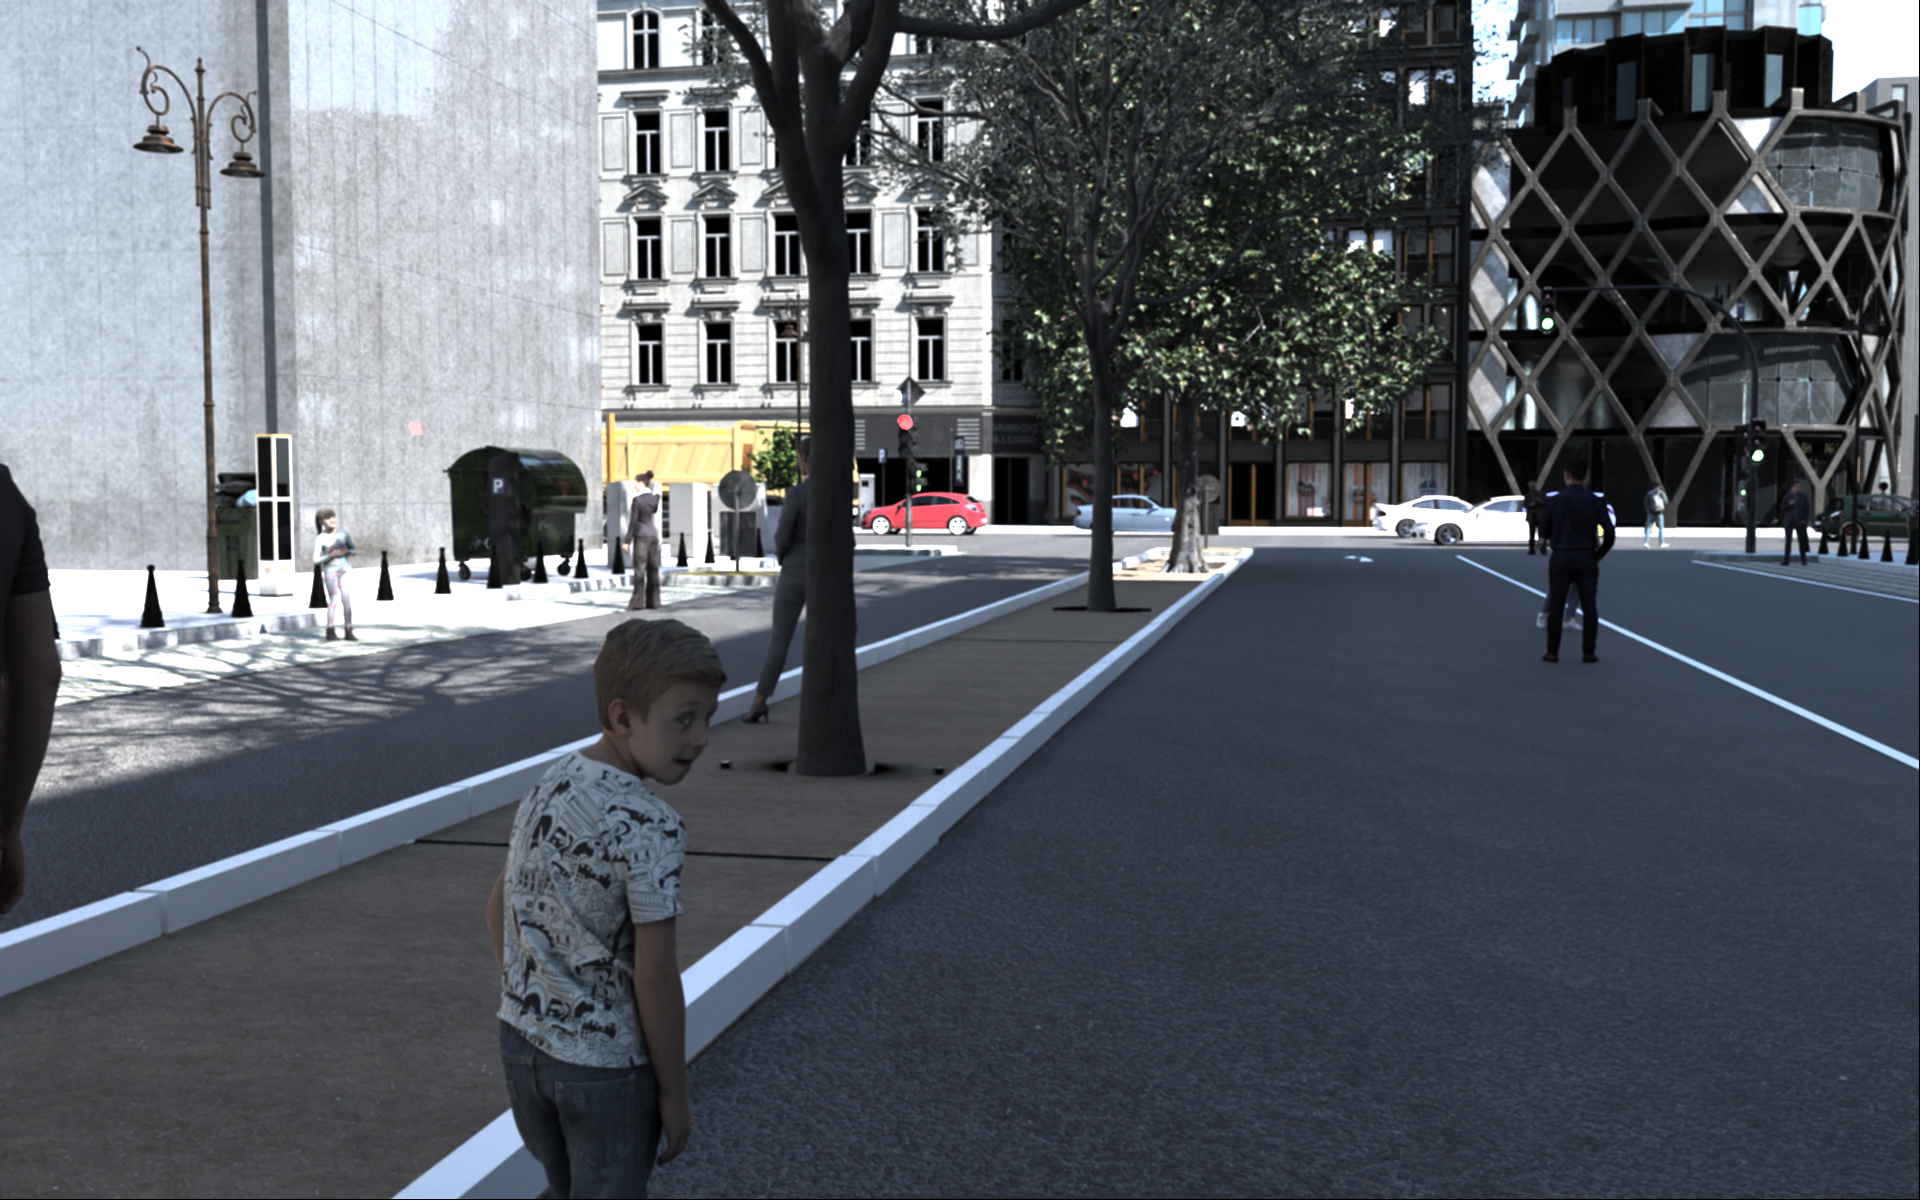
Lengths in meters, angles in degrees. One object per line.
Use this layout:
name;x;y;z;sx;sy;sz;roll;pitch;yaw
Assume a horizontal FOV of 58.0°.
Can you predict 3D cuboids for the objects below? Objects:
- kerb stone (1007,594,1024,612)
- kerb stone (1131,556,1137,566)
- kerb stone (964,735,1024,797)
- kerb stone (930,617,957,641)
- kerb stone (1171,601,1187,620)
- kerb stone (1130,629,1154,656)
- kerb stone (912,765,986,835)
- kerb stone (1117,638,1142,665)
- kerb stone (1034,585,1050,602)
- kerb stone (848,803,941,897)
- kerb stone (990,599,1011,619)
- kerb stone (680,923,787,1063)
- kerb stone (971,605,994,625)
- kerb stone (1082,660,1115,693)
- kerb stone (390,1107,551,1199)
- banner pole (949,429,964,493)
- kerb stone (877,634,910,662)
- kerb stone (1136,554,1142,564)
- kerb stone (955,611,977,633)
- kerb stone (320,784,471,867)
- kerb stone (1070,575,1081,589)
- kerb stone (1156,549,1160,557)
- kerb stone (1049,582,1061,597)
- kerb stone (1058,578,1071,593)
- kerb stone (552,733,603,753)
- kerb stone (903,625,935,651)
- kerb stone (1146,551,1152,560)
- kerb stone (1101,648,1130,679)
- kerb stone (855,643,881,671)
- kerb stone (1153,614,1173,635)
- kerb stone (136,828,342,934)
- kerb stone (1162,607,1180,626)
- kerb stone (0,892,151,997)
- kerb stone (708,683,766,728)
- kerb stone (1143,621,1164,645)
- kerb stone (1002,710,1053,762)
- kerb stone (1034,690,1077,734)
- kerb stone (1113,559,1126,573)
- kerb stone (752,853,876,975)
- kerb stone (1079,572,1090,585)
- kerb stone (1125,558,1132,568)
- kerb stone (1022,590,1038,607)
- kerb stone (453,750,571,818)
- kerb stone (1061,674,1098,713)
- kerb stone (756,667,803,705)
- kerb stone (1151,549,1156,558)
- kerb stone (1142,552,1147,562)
kerb stone;0.612;0.063;21.172;0.120;0.150;1.000;1;4;12
kerb stone;3.340;-0.737;34.239;0.120;0.150;1.000;1;4;12
kerb stone;0.163;0.835;8.667;0.120;0.150;1.000;1;4;12
kerb stone;-0.212;0.308;17.155;0.120;0.150;1.000;1;4;12
kerb stone;2.460;0.151;19.730;0.120;0.150;1.000;1;4;12
kerb stone;1.630;0.397;15.704;0.120;0.150;1.000;1;4;12
kerb stone;-0.049;0.894;7.664;0.120;0.150;1.000;1;4;12
kerb stone;1.416;0.461;14.700;0.120;0.150;1.000;1;4;12
kerb stone;1.040;-0.060;23.182;0.120;0.150;1.000;1;4;12
kerb stone;-0.249;0.953;6.654;0.120;0.150;1.000;1;4;12
kerb stone;0.412;0.126;20.167;0.120;0.150;1.000;1;4;12
kerb stone;-0.680;1.073;4.650;0.120;0.150;1.000;1;4;12
kerb stone;0.202;0.185;19.163;0.120;0.150;1.000;1;4;12
kerb stone;0.997;0.583;12.692;0.120;0.150;1.000;1;4;12
kerb stone;-0.888;1.146;3.642;0.120;0.150;1.000;1;4;12
banner pole;-0.157;-4.653;66.093;0.863;3.779;0.401;2;4;35
kerb stone;-0.636;0.436;15.141;0.120;0.150;1.000;1;4;12
kerb stone;3.545;-0.794;35.243;0.120;0.150;1.000;1;4;12
kerb stone;-0.002;0.250;18.159;0.120;0.150;1.000;1;4;12
kerb stone;-2.312;0.925;7.108;0.120;0.150;1.000;1;4;12
kerb stone;1.665;-0.245;26.193;0.120;0.150;1.000;1;4;12
kerb stone;4.386;-1.042;39.265;0.120;0.150;1.000;1;4;12
kerb stone;1.246;-0.122;24.186;0.120;0.150;1.000;1;4;12
kerb stone;1.453;-0.183;25.191;0.120;0.150;1.000;1;4;12
kerb stone;-1.898;0.800;9.115;0.120;0.150;1.000;1;4;12
kerb stone;-0.423;0.370;16.143;0.120;0.150;1.000;1;4;12
kerb stone;3.964;-0.918;37.253;0.120;0.150;1.000;1;4;12
kerb stone;1.209;0.520;13.696;0.120;0.150;1.000;1;4;12
kerb stone;-0.844;0.493;14.137;0.120;0.150;1.000;1;4;12
kerb stone;2.046;0.274;17.712;0.120;0.150;1.000;1;4;12
kerb stone;-2.519;0.984;6.100;0.120;0.150;1.000;1;4;12
kerb stone;2.248;0.215;18.717;0.120;0.150;1.000;1;4;12
kerb stone;-2.734;1.048;5.099;0.120;0.150;1.000;1;4;12
kerb stone;-1.475;0.677;11.122;0.120;0.150;1.000;1;4;12
kerb stone;1.841;0.340;16.707;0.120;0.150;1.000;1;4;12
kerb stone;0.372;0.769;9.670;0.120;0.150;1.000;1;4;12
kerb stone;0.577;0.705;10.676;0.120;0.150;1.000;1;4;12
kerb stone;2.929;-0.614;32.231;0.120;0.150;1.000;1;4;12
kerb stone;-0.466;1.012;5.652;0.120;0.150;1.000;1;4;12
kerb stone;1.876;-0.306;27.198;0.120;0.150;1.000;1;4;12
kerb stone;3.132;-0.671;33.236;0.120;0.150;1.000;1;4;12
kerb stone;0.828;0.002;22.174;0.120;0.150;1.000;1;4;12
kerb stone;-2.102;0.864;8.111;0.120;0.150;1.000;1;4;12
kerb stone;0.790;0.643;11.678;0.120;0.150;1.000;1;4;12
kerb stone;-1.258;0.616;12.130;0.120;0.150;1.000;1;4;12
kerb stone;4.175;-0.982;38.258;0.120;0.150;1.000;1;4;12
kerb stone;3.760;-0.860;36.248;0.120;0.150;1.000;1;4;12
